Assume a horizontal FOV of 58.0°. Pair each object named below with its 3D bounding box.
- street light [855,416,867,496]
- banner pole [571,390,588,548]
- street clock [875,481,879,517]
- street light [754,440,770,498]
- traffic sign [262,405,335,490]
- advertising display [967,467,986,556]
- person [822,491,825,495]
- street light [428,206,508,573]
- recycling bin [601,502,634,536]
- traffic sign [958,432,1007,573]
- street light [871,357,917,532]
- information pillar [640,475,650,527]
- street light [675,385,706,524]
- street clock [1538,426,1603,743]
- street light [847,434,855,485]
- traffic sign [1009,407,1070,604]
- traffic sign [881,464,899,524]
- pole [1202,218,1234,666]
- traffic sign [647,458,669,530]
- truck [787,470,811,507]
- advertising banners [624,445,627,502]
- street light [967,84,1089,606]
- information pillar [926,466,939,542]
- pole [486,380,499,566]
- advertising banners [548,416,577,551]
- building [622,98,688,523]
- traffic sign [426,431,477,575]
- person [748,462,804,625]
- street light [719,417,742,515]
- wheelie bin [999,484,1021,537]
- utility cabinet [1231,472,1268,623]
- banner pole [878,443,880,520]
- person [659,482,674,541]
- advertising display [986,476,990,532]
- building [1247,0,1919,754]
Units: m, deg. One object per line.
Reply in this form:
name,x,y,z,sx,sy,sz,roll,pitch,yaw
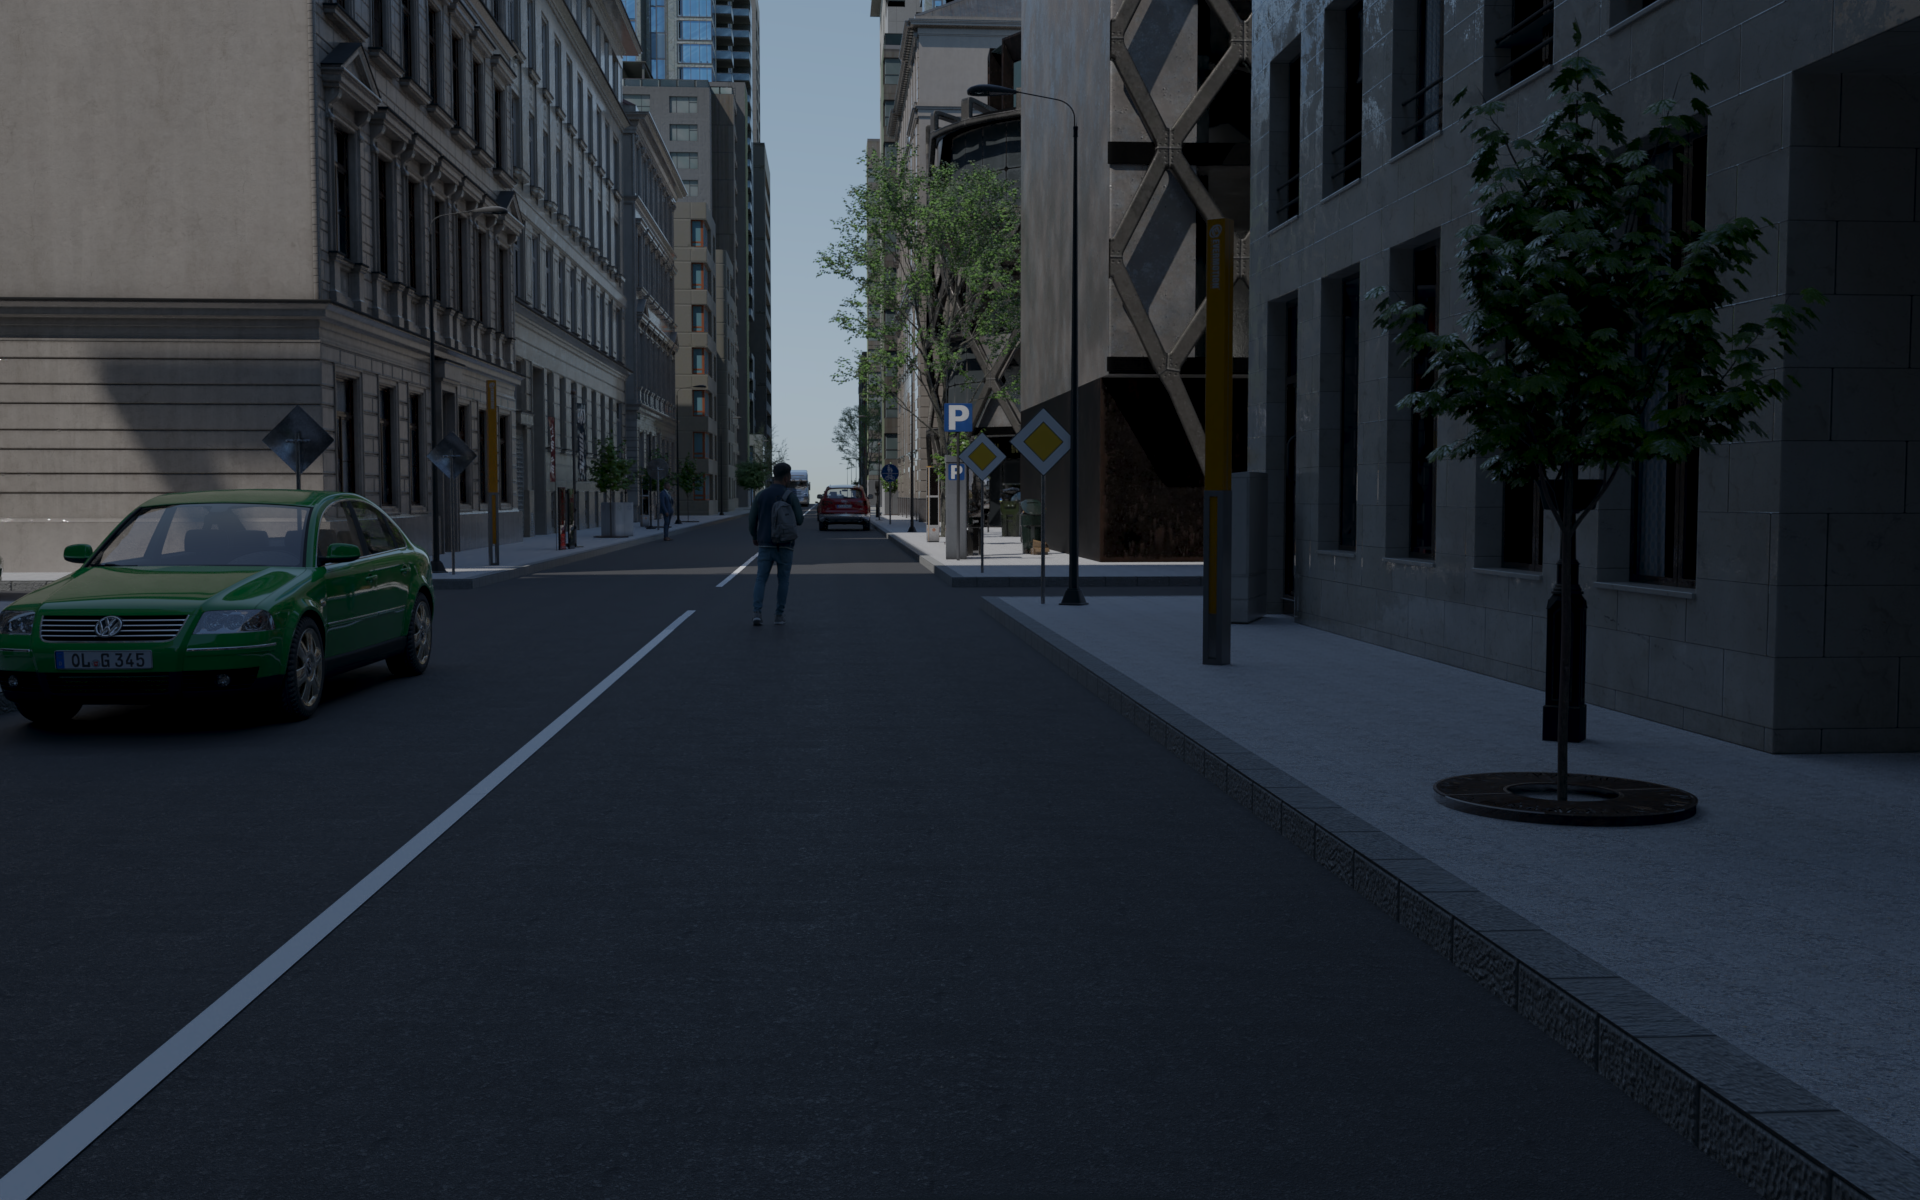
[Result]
street light,-5.338,-7.950,102.516,1.470,5.913,1.316,0,4,-4
banner pole,-9.205,-3.169,41.828,0.401,3.779,0.863,1,4,16
street clock,-4.538,-5.542,95.176,0.358,2.002,0.471,0,4,2
street light,-17.194,-10.823,149.493,1.470,5.913,1.316,0,4,-4
traffic sign,-7.456,-0.973,19.552,0.795,2.450,0.064,0,4,-4
advertising display,0.279,-1.886,36.047,0.123,1.923,0.974,1,4,19
person,-16.176,-12.145,207.037,1.348,1.831,0.705,0,4,-1
street light,-7.998,-3.397,28.085,1.470,5.913,1.316,0,4,-4
recycling bin,-10.411,-2.449,52.601,0.722,1.027,0.722,3,5,42
traffic sign,0.360,-1.498,28.132,0.795,2.450,0.064,0,4,-4
street light,-2.145,-5.219,57.868,1.470,5.913,1.316,0,4,-4
information pillar,-12.391,-3.886,68.035,0.304,2.012,0.304,-2,4,-27
street light,-11.480,-6.191,73.759,1.470,5.913,1.316,0,4,-4
street clock,3.153,-0.270,8.978,0.358,2.002,0.471,2,4,30
street light,-7.822,-9.903,134.458,1.470,5.913,1.316,0,4,-4
traffic sign,0.965,-1.011,20.170,0.795,2.450,0.064,0,4,-4
traffic sign,-2.945,-4.463,73.073,0.768,2.556,0.104,0,4,4
pole,1.933,-1.169,12.951,0.158,3.312,0.155,0,3,0
traffic sign,-10.754,-3.765,61.667,0.768,2.556,0.104,0,4,-1
truck,-18.641,-12.791,198.884,2.967,4.110,18.799,0,4,-5
advertising banners,-10.651,-3.609,55.193,0.090,3.025,2.074,-1,4,-10
street light,0.777,-2.893,19.848,1.470,5.913,1.316,0,4,-4
information pillar,-0.719,-2.538,45.996,0.304,2.012,0.304,-1,4,-12
pole,-8.389,-2.277,31.077,0.158,3.312,0.155,0,3,0
advertising banners,-9.132,-2.663,39.722,0.090,3.025,2.074,0,4,3
building,-20.252,-15.324,86.711,11.583,22.565,21.152,0,4,-4
traffic sign,-8.062,-1.460,27.514,0.795,2.450,0.064,0,4,-4
person,-2.019,-0.623,19.028,0.623,1.781,0.721,0,4,-3
street light,-13.826,-8.057,104.265,1.470,5.913,1.316,0,4,-4
wheelie bin,1.607,-2.697,52.002,0.980,1.594,0.693,1,4,21
utility cabinet,2.871,-0.544,17.571,0.318,1.500,1.173,1,4,19
banner pole,-3.966,-5.795,84.768,0.401,3.779,0.863,0,4,-6
person,-9.058,-2.737,53.439,0.419,1.800,0.721,0,4,5
advertising display,0.531,-3.213,57.743,0.974,1.923,0.123,-1,4,-16
building,8.995,-9.537,10.678,10.420,20.320,16.860,0,4,-4
